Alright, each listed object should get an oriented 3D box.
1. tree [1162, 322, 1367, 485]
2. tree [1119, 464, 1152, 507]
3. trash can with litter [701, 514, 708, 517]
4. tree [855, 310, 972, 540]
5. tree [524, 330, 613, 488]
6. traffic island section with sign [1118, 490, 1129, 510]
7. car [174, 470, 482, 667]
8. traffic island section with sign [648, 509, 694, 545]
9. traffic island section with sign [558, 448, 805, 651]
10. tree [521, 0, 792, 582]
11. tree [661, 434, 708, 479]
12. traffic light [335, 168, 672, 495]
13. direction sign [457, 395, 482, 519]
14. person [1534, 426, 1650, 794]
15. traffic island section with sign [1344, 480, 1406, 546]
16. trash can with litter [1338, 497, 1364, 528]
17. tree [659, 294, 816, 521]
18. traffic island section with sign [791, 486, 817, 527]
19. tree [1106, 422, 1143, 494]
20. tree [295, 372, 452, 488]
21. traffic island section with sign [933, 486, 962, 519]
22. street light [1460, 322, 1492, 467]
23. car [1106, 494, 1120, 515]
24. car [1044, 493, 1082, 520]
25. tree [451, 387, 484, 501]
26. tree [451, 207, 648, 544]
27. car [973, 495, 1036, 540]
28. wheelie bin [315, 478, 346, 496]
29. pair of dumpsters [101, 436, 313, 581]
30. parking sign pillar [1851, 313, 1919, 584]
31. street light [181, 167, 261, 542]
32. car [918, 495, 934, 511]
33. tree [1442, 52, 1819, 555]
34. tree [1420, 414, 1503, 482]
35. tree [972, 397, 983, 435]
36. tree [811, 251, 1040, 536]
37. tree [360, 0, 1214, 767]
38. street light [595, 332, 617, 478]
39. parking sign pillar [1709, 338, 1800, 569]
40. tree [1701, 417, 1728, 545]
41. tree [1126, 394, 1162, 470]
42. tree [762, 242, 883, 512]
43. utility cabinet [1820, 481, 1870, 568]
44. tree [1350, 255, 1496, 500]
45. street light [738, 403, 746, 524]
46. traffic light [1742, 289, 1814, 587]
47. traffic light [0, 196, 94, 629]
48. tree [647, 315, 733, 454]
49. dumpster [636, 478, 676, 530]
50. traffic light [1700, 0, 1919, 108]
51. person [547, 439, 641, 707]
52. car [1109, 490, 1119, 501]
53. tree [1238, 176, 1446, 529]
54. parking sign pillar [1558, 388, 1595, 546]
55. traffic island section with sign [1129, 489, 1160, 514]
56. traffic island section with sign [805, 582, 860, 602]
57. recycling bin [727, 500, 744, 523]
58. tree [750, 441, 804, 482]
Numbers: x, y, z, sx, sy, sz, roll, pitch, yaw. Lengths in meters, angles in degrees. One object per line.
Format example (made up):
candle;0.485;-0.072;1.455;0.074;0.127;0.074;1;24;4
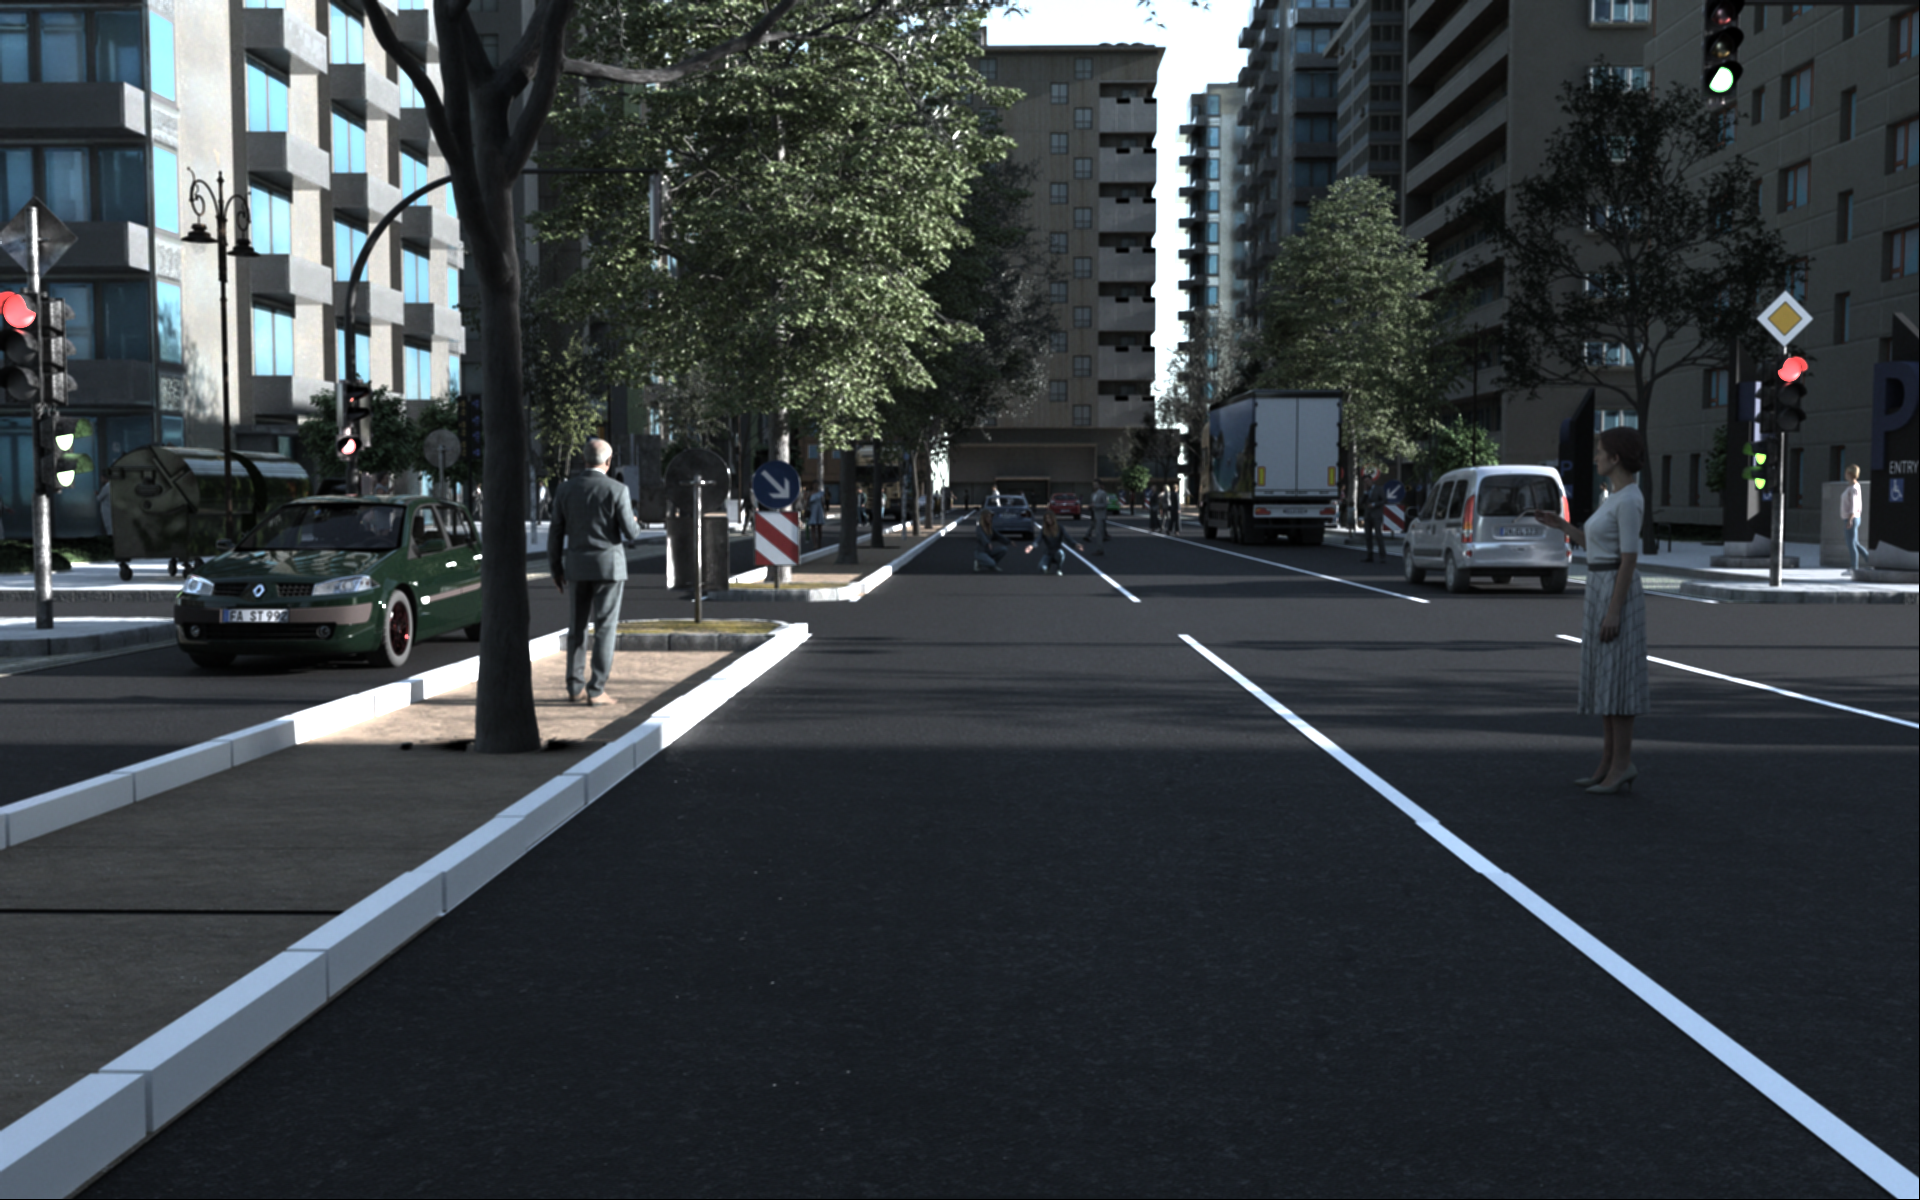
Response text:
tree;15.930;-9.221;85.180;8.767;10.594;7.601;-2;4;-32
tree;17.254;-11.408;170.228;4.285;4.588;4.351;0;3;0
trash can with litter;-11.362;-3.989;76.605;1.055;1.170;0.624;2;4;23
tree;-1.740;-6.159;53.524;4.360;8.622;3.978;0;3;0
tree;-17.850;-7.832;78.415;4.737;8.622;4.395;0;3;0
traffic island section with sign;14.124;-8.816;152.761;1.989;1.847;2.006;0;4;1
car;-5.445;-0.354;15.576;2.009;1.686;4.222;0;4;2
traffic island section with sign;-7.717;-2.486;49.281;1.989;1.847;2.006;0;4;1
traffic island section with sign;-2.629;-0.520;16.632;2.006;1.907;1.989;0;4;1
tree;-2.856;-6.475;26.447;7.486;12.596;7.792;0;3;0
tree;-14.571;-6.548;90.772;4.285;4.588;4.351;0;3;0
traffic light;-6.446;-3.040;24.367;4.771;5.953;1.251;0;4;1
direction sign;-11.239;-2.921;39.747;0.876;3.537;0.379;3;5;40
person;3.071;0.042;8.382;0.524;1.755;0.480;1;4;9
traffic island section with sign;11.900;-2.449;48.674;1.989;1.847;2.006;0;4;1
trash can with litter;14.920;-3.328;65.804;1.055;1.170;0.624;1;4;9
tree;-10.460;-9.536;81.661;9.928;11.665;9.643;0;3;0
traffic island section with sign;-7.144;-4.135;76.230;1.989;1.847;2.006;0;4;1
tree;17.179;-13.806;176.095;4.360;8.622;3.978;0;3;0
tree;-16.212;-3.861;46.843;4.285;4.588;4.351;0;3;0
traffic island section with sign;-0.860;-5.567;99.159;2.006;1.907;1.989;0;4;1
street light;13.856;-4.518;46.659;0.468;5.910;1.993;0;4;1
car;10.158;-6.862;120.988;1.959;1.807;4.718;0;4;1
car;5.828;-5.425;97.731;2.155;1.783;4.494;0;4;0
tree;-15.451;-4.238;53.004;4.285;4.588;4.351;0;3;0
tree;-10.708;-5.743;44.262;4.360;8.622;3.978;0;3;0
car;1.431;-2.644;55.228;2.014;1.417;4.499;0;4;-1
wheelie bin;-12.196;-1.594;33.962;0.693;1.594;0.980;2;4;29
pair of dumpsters;-11.856;-1.529;27.495;1.574;2.255;4.437;0;4;1
parking sign pillar;13.821;-2.245;25.170;1.447;3.967;1.447;0;4;-4
street light;-10.579;-3.190;24.946;0.468;5.910;1.993;0;4;1
car;-2.806;-8.385;149.450;2.083;1.381;4.827;0;4;3
tree;14.426;-6.259;36.740;7.601;10.594;8.767;3;5;41
tree;20.404;-5.328;70.826;4.285;4.588;4.351;0;3;0
tree;-0.803;-7.726;79.139;4.360;8.622;3.978;0;3;0
tree;-1.455;-7.502;59.529;8.767;10.594;7.601;0;4;1
tree;-2.496;-5.888;9.100;12.009;13.543;11.850;0;3;0
street light;-10.058;-4.704;49.704;0.468;5.910;1.993;0;4;1
parking sign pillar;13.974;-2.562;30.355;1.447;3.967;1.447;-3;4;-37
tree;19.146;-2.989;43.466;1.663;3.219;1.824;0;3;0
tree;17.233;-12.850;144.511;7.601;10.594;8.767;3;5;40
tree;-7.485;-15.423;108.060;12.611;20.169;13.585;0;3;0
utility cabinet;15.490;-1.303;29.984;0.318;1.500;1.173;-1;4;-22
tree;14.102;-6.266;52.813;4.737;8.622;4.395;0;3;0
street light;-9.519;-6.230;74.656;0.468;5.910;1.993;0;4;1
traffic light;11.318;-2.144;23.968;0.839;4.253;0.868;0;4;1
traffic light;-8.710;-1.680;16.393;0.839;4.253;0.868;0;4;1
tree;-10.321;-7.120;66.768;4.360;8.622;3.978;0;3;0
dumpster;-10.942;-3.461;62.346;1.264;1.857;1.865;0;4;1
traffic light;9.054;-2.521;15.888;4.771;5.953;1.251;0;4;1
person;-2.468;-0.193;11.834;0.661;1.801;0.590;1;4;9
car;14.163;-9.571;165.286;1.959;1.807;4.718;0;4;1
tree;13.856;-8.838;62.629;7.486;12.596;7.792;0;3;0
parking sign pillar;15.539;-3.378;43.695;1.447;3.967;1.447;3;5;40
traffic island section with sign;13.539;-7.167;125.812;1.989;1.847;2.006;0;4;1
traffic island section with sign;-2.461;-0.972;24.037;2.006;1.907;1.989;0;4;1
recycling bin;-10.114;-4.004;78.023;0.722;1.027;0.722;0;4;-1
tree;-10.038;-6.847;95.666;4.285;4.588;4.351;0;3;0
